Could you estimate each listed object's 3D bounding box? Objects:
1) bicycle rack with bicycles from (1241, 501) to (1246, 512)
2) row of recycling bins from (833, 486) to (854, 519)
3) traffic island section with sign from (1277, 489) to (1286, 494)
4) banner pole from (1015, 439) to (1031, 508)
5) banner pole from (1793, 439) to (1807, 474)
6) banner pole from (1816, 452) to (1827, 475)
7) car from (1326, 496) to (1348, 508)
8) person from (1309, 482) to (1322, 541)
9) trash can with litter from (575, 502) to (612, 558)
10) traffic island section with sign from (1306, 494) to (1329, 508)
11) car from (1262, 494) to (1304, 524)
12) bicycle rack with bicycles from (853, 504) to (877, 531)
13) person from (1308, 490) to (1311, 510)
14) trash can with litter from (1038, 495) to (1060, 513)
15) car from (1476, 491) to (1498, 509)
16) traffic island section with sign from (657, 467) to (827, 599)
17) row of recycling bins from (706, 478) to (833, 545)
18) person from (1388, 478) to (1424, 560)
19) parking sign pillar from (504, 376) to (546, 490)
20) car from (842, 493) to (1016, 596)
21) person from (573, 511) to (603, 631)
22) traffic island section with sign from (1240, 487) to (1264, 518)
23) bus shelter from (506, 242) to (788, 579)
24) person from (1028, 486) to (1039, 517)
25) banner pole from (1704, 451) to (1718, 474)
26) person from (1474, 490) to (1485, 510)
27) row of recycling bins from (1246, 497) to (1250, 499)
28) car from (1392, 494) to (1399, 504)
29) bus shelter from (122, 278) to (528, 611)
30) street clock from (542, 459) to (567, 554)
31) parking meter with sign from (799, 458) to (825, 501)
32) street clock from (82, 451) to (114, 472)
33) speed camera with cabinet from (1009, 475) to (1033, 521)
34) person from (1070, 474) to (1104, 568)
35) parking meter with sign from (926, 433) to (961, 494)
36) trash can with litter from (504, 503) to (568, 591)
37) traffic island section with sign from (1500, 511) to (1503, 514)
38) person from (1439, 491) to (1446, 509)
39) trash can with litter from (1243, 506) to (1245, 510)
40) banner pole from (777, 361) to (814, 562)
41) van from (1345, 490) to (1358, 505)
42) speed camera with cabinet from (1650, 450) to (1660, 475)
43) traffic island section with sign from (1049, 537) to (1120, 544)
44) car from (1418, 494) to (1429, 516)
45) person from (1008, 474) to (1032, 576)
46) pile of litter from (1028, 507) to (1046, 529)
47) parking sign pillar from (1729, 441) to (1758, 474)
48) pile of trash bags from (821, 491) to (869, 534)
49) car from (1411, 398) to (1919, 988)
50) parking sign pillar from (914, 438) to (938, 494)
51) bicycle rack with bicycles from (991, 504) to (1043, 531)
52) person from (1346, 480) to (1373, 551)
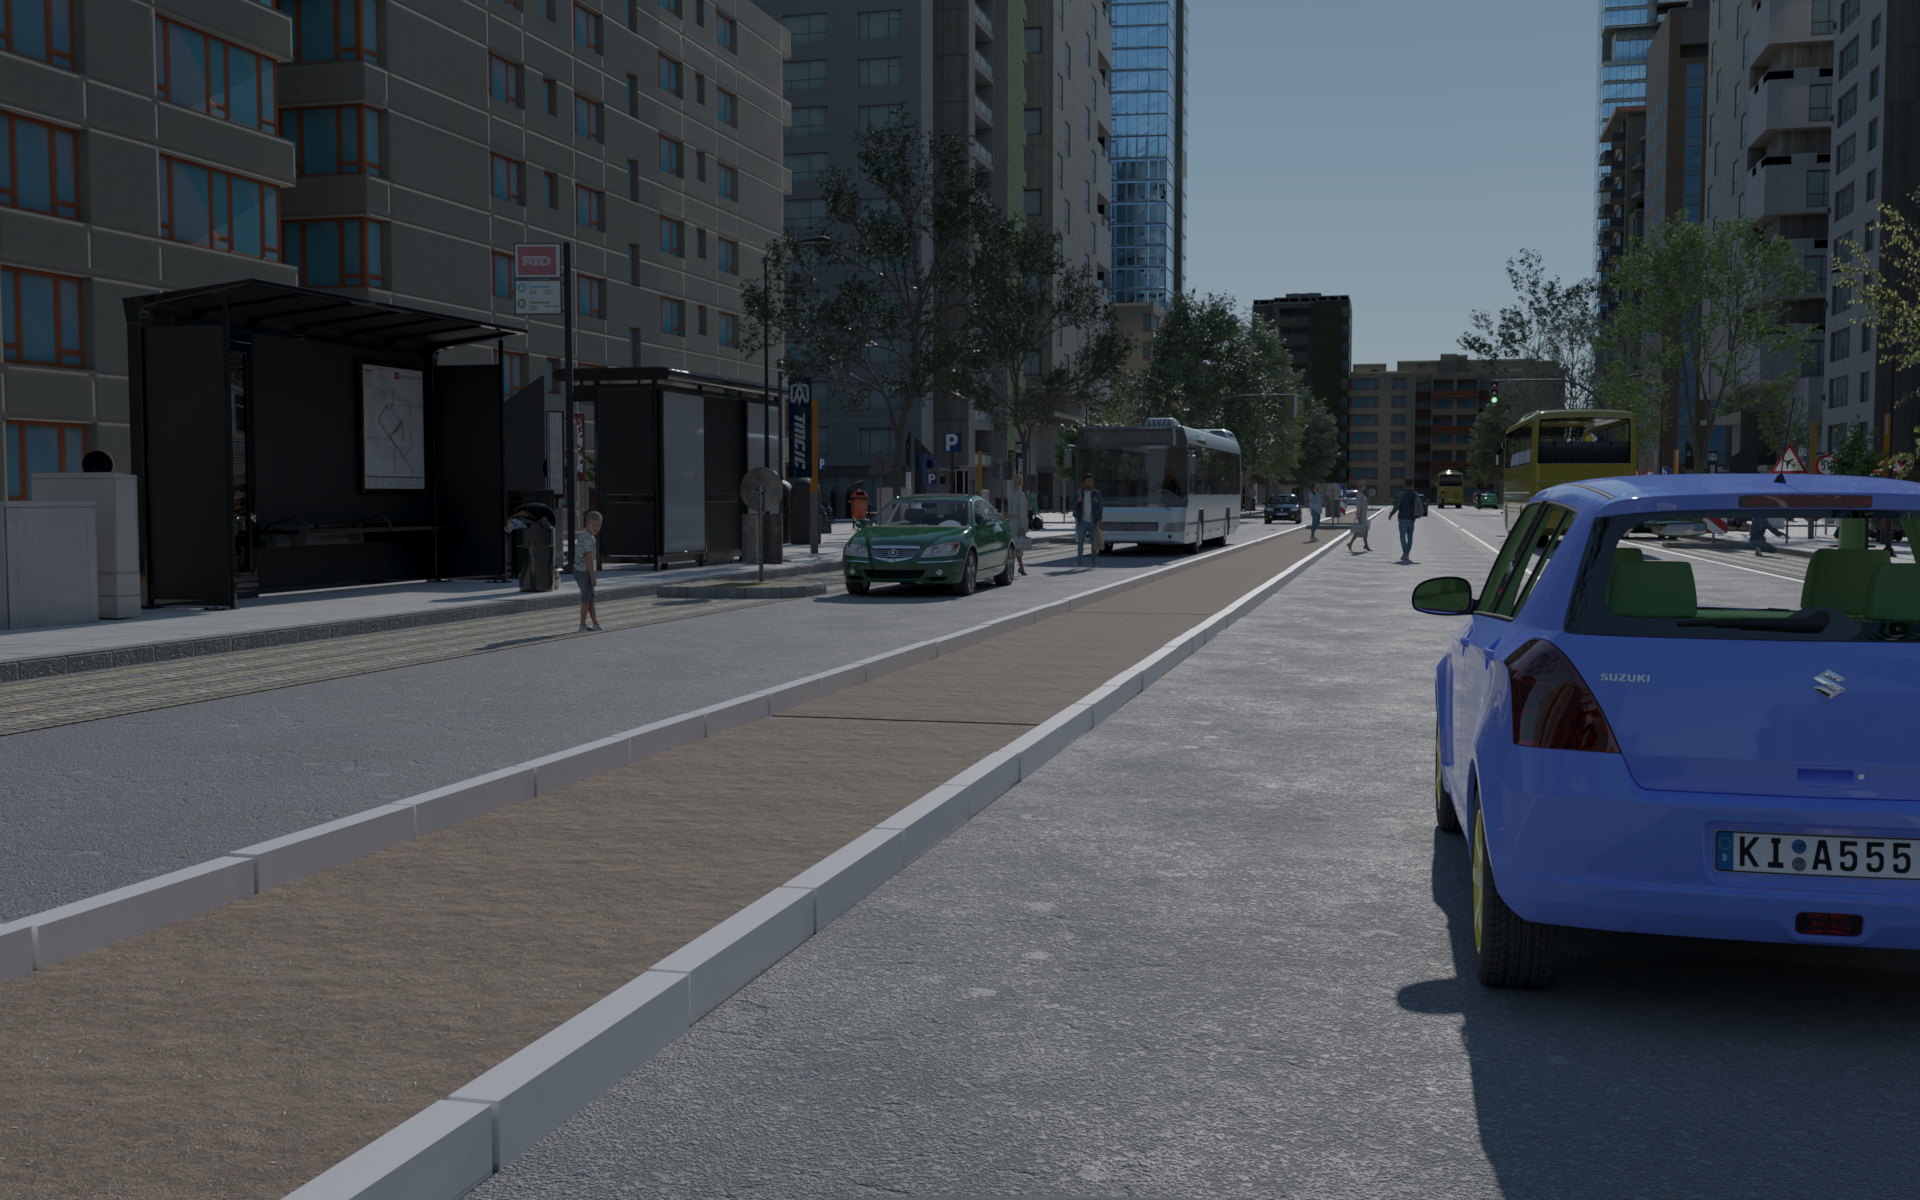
[{"bbox_3d":[19.816,-6.857,125.488,2.852,0.926,2.925,-3,5,-40],"label":"bicycle rack with bicycles"},{"bbox_3d":[-6.662,-4.989,88.686,3.534,1.692,1.069,-2,4,-24],"label":"row of recycling bins"},{"bbox_3d":[24.172,-7.413,129.832,1.989,1.847,2.006,1,4,14],"label":"traffic island section with sign"},{"bbox_3d":[2.695,-5.049,72.574,0.863,3.779,0.401,1,4,19],"label":"banner pole"},{"bbox_3d":[37.956,-5.406,78.406,0.401,3.779,0.863,-2,4,-28],"label":"banner pole"},{"bbox_3d":[45.232,-6.204,91.449,0.863,3.779,0.401,2,4,29],"label":"banner pole"},{"bbox_3d":[37.376,-9.775,171.613,2.131,1.459,4.920,1,4,14],"label":"car"},{"bbox_3d":[10.865,-2.710,53.071,0.793,1.790,0.793,0,4,0],"label":"person"},{"bbox_3d":[-7.317,-1.397,34.221,1.055,1.170,0.624,-3,5,-45],"label":"trash can with litter"},{"bbox_3d":[36.803,-10.411,178.843,1.989,1.847,2.006,1,4,14],"label":"traffic island section with sign"},{"bbox_3d":[15.763,-4.563,84.392,2.009,1.686,4.222,1,4,13],"label":"car"},{"bbox_3d":[-2.758,-2.946,61.551,2.852,0.926,2.925,3,5,39],"label":"bicycle rack with bicycles"},{"bbox_3d":[30.859,-8.781,152.095,0.660,1.820,0.620,2,4,32],"label":"person"},{"bbox_3d":[6.065,-6.420,116.017,2.233,1.210,1.678,-1,4,-19],"label":"trash can with litter"},{"bbox_3d":[50.008,-9.504,164.179,1.959,1.807,4.718,1,4,14],"label":"car"},{"bbox_3d":[-2.987,-0.976,24.586,1.989,1.847,2.006,1,4,14],"label":"traffic island section with sign"},{"bbox_3d":[-5.072,-2.317,44.993,3.534,1.692,1.069,2,4,35],"label":"row of recycling bins"},{"bbox_3d":[9.787,-1.776,37.891,0.623,1.781,0.721,-2,4,-25],"label":"person"},{"bbox_3d":[-10.082,-3.105,39.234,1.447,3.967,1.447,-3,4,-38],"label":"parking sign pillar"},{"bbox_3d":[-0.380,-0.873,26.066,2.131,1.459,4.920,1,4,13],"label":"car"},{"bbox_3d":[-3.866,-0.298,18.052,0.352,1.250,0.332,1,4,17],"label":"person"},{"bbox_3d":[17.431,-5.817,103.730,1.989,1.847,2.006,1,4,14],"label":"traffic island section with sign"},{"bbox_3d":[-5.407,-3.211,30.137,2.179,5.291,8.768,1,4,15],"label":"bus shelter"},{"bbox_3d":[3.260,-4.226,77.848,0.600,1.795,0.529,-1,4,-19],"label":"person"},{"bbox_3d":[38.248,-6.020,88.448,0.863,3.779,0.401,1,4,15],"label":"banner pole"},{"bbox_3d":[46.955,-9.018,156.458,1.217,1.766,0.721,-1,4,-15],"label":"person"},{"bbox_3d":[23.957,-8.654,148.610,1.069,1.692,3.534,-1,4,-10],"label":"row of recycling bins"},{"bbox_3d":[45.568,-10.313,178.401,2.009,1.686,4.222,1,4,15],"label":"car"},{"bbox_3d":[-7.772,-1.885,22.108,1.731,3.624,6.357,1,4,14],"label":"bus shelter"},{"bbox_3d":[-7.711,-1.746,33.117,0.471,2.002,0.358,1,4,18],"label":"street clock"},{"bbox_3d":[-7.476,-5.412,84.743,1.738,3.016,0.543,2,4,29],"label":"parking meter with sign"},{"bbox_3d":[-14.382,-1.491,28.949,0.471,2.002,0.358,-1,4,-21],"label":"street clock"},{"bbox_3d":[2.916,-5.389,82.438,0.660,3.252,2.038,1,4,20],"label":"speed camera with cabinet"},{"bbox_3d":[2.503,-1.522,33.367,0.794,1.824,0.713,1,4,22],"label":"person"},{"bbox_3d":[-0.644,-3.205,48.664,0.543,3.016,1.738,2,4,31],"label":"parking meter with sign"},{"bbox_3d":[-5.628,-0.710,22.997,0.624,1.170,1.055,0,4,-2],"label":"trash can with litter"},{"bbox_3d":[40.423,-7.184,126.092,1.989,1.847,2.006,1,4,14],"label":"traffic island section with sign"},{"bbox_3d":[46.817,-9.720,168.126,0.721,1.736,1.217,3,5,44],"label":"person"},{"bbox_3d":[23.222,-8.082,143.532,1.055,1.170,0.624,-2,4,-24],"label":"trash can with litter"},{"bbox_3d":[-3.160,-2.606,32.618,0.863,3.779,0.401,1,4,14],"label":"banner pole"},{"bbox_3d":[41.952,-10.900,185.218,2.013,2.044,4.112,1,4,14],"label":"van"},{"bbox_3d":[30.621,-5.097,77.671,2.038,3.252,0.660,-1,4,-8],"label":"speed camera with cabinet"},{"bbox_3d":[3.763,-2.572,50.686,1.989,1.847,2.006,1,4,14],"label":"traffic island section with sign"},{"bbox_3d":[29.467,-6.280,112.470,2.009,1.686,4.222,1,4,13],"label":"car"},{"bbox_3d":[0.960,-1.307,30.222,0.624,1.780,0.694,-1,4,-22],"label":"person"},{"bbox_3d":[2.357,-3.038,63.629,1.719,0.858,1.176,0,4,-8],"label":"pile of litter"},{"bbox_3d":[39.280,-6.018,86.861,1.447,3.967,1.447,2,4,25],"label":"parking sign pillar"},{"bbox_3d":[-4.678,-2.862,56.547,3.447,1.369,1.912,-1,4,-14],"label":"pile of trash bags"},{"bbox_3d":[2.608,0.212,6.133,1.945,1.707,3.694,1,4,13],"label":"car"},{"bbox_3d":[-1.603,-5.838,83.929,1.447,3.967,1.447,3,5,44],"label":"parking sign pillar"},{"bbox_3d":[1.453,-2.878,60.440,2.925,0.926,2.852,0,4,1],"label":"bicycle rack with bicycles"},{"bbox_3d":[10.017,-2.113,43.393,0.624,1.780,0.694,2,4,28],"label":"person"}]
